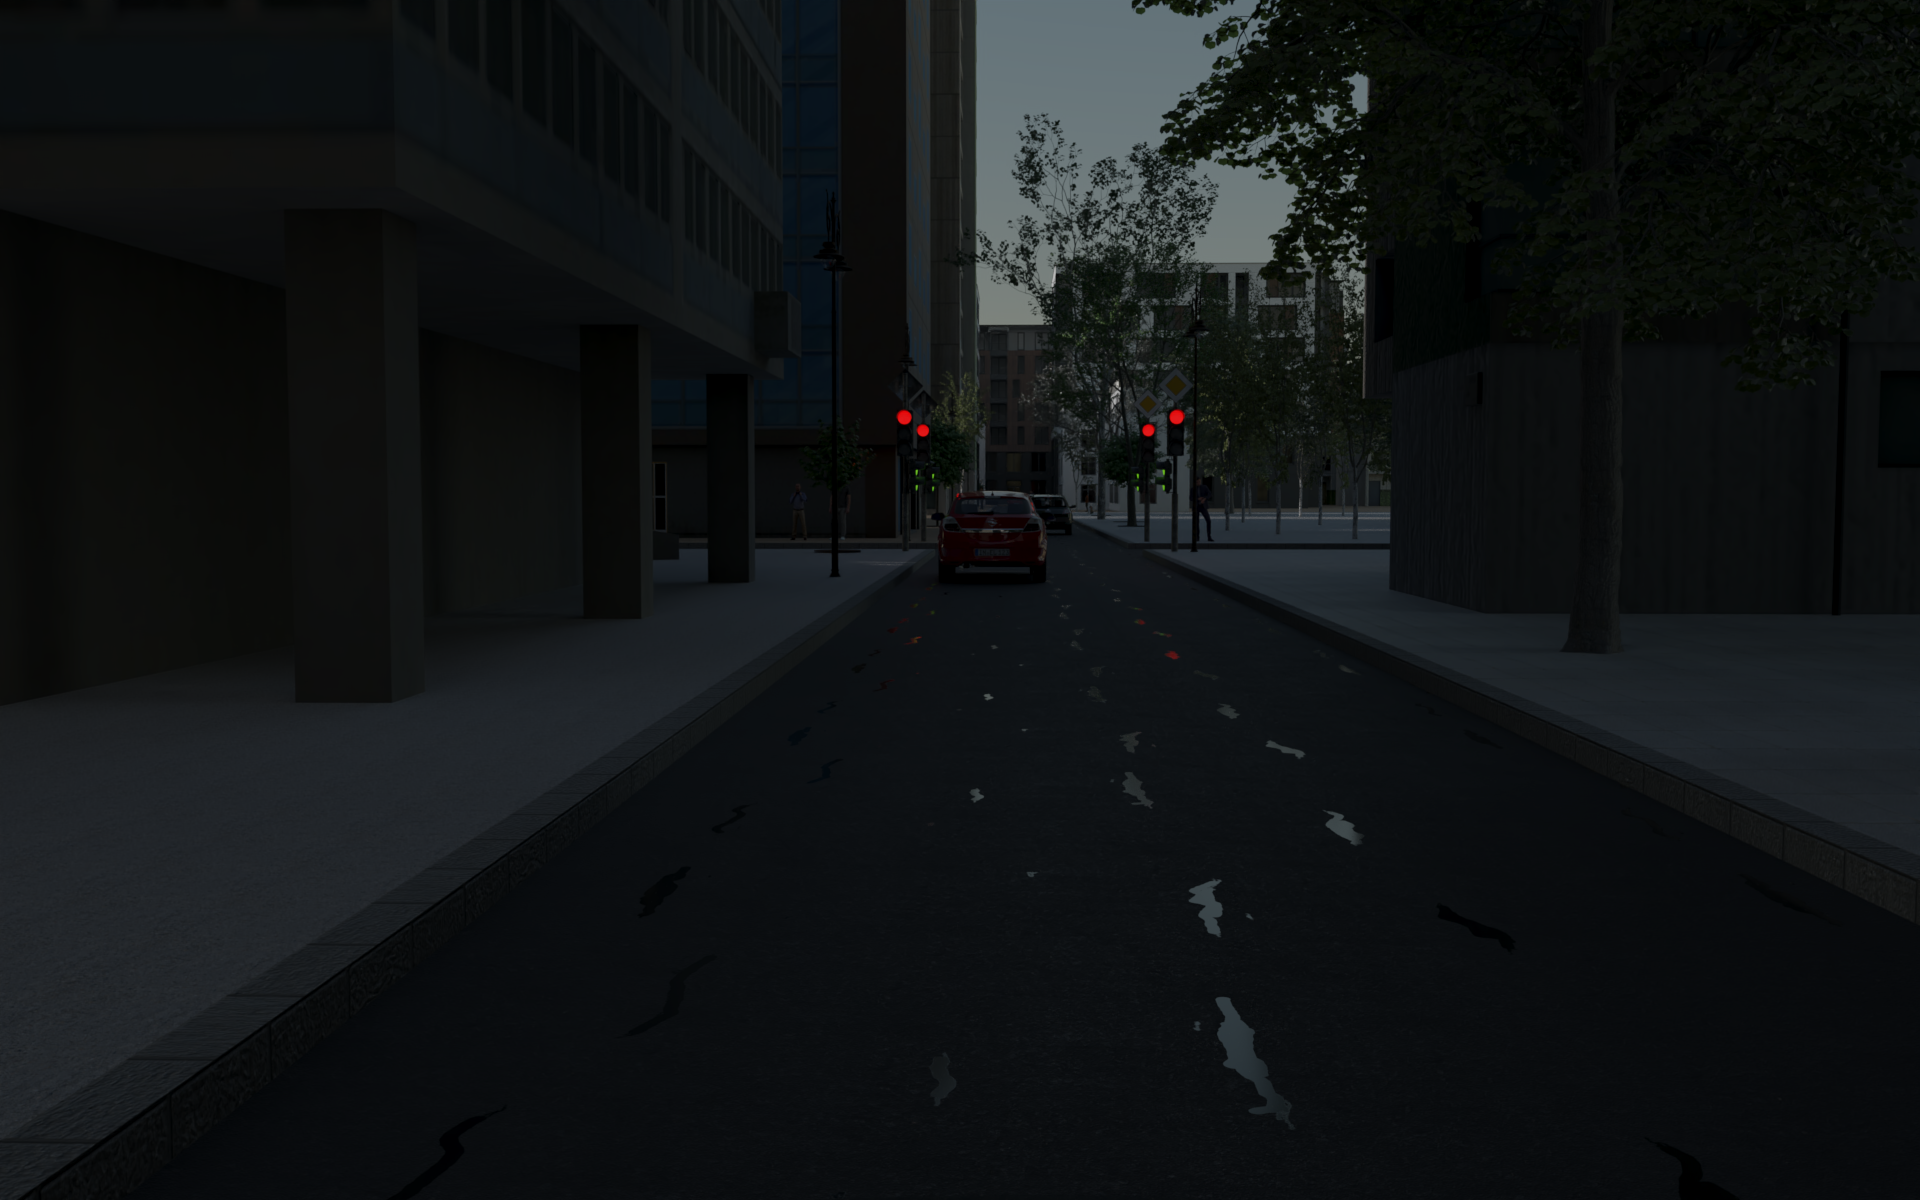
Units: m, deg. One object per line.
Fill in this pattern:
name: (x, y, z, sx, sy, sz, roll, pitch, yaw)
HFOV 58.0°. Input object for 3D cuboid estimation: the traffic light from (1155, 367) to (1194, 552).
traffic light: (4.774, -3.037, 38.569, 0.839, 4.253, 0.868, 0, 4, 2)

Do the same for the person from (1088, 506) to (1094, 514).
person: (8.272, -5.700, 109.711, 0.357, 0.543, 0.381, -1, 4, -22)

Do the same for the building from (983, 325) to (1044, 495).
building: (9.625, -22.956, 219.311, 32.646, 21.610, 27.936, 0, 4, 2)

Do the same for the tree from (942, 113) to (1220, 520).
tree: (5.909, -14.164, 87.464, 12.611, 20.169, 13.585, 0, 3, 0)

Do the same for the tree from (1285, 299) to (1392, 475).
tree: (23.034, -10.981, 86.194, 9.857, 13.997, 8.962, 0, 3, 0)

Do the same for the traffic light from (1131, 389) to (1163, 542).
traffic light: (5.018, -3.525, 46.551, 0.839, 4.253, 0.868, 0, 4, 2)

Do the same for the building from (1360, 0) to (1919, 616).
building: (12.861, -15.448, 24.281, 14.160, 30.474, 14.107, 0, 4, 2)

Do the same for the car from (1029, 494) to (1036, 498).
car: (5.170, -6.561, 117.051, 2.009, 1.686, 4.222, 0, 4, 2)

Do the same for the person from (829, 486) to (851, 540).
person: (-3.365, -2.574, 48.256, 0.598, 1.807, 0.434, 2, 4, 25)

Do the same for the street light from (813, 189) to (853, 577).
street light: (-1.934, -3.294, 26.639, 0.468, 5.910, 1.993, 0, 4, 2)

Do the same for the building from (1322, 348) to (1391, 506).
building: (53.138, -21.157, 212.368, 31.486, 18.905, 16.747, 0, 4, 2)

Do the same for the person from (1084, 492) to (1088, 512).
person: (9.129, -7.074, 124.969, 0.557, 1.426, 1.065, 1, 4, 11)

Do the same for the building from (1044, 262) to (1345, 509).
building: (22.833, -19.906, 169.443, 27.936, 21.610, 32.646, 0, 4, 2)

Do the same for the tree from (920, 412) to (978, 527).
tree: (-0.809, -5.164, 68.139, 4.285, 4.588, 4.351, 0, 3, 0)

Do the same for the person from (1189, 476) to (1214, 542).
person: (6.528, -2.462, 46.740, 0.683, 1.767, 0.568, 0, 4, 4)

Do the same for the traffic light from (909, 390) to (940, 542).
traffic light: (-0.961, -3.535, 46.717, 0.839, 4.253, 0.868, 0, 4, 2)

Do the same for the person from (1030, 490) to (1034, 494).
person: (6.172, -8.580, 149.235, 0.683, 1.767, 0.568, 3, 5, 41)

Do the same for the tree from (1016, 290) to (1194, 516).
tree: (8.387, -11.642, 100.722, 12.009, 13.543, 11.850, 0, 3, 0)

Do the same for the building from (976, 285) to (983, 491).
building: (-12.347, -19.750, 166.881, 27.936, 21.610, 32.646, 0, 4, 2)

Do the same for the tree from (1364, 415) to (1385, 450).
tree: (29.859, -11.541, 114.451, 9.928, 11.665, 9.643, 0, 3, 0)

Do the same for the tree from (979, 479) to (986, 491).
tree: (1.802, -11.754, 186.782, 1.663, 3.219, 1.824, 0, 3, 0)

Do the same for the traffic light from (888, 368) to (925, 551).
traffic light: (-1.205, -3.047, 38.735, 0.839, 4.253, 0.868, 0, 4, 2)

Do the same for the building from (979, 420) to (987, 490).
building: (-11.108, -15.428, 194.395, 28.070, 9.664, 9.099, 0, 4, 2)

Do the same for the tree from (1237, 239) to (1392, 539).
tree: (11.133, -6.030, 48.950, 4.737, 8.622, 4.395, 0, 3, 0)

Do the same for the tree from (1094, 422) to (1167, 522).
tree: (7.803, -5.842, 79.233, 4.285, 4.588, 4.351, 0, 3, 0)

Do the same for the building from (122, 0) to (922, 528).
building: (-18.091, -23.933, 83.188, 32.217, 40.220, 23.993, 0, 4, 2)

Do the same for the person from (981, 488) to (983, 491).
person: (1.806, -8.398, 143.443, 0.705, 1.812, 1.348, 0, 4, 4)

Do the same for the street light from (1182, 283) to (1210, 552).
street light: (5.189, -4.000, 38.193, 0.468, 5.910, 1.993, 0, 4, 2)

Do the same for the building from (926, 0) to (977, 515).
building: (-6.091, -26.103, 110.379, 14.154, 41.232, 14.086, 0, 4, 2)

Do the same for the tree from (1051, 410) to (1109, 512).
tree: (8.304, -10.517, 122.323, 4.360, 8.622, 3.978, 0, 3, 0)

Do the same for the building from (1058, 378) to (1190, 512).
building: (12.733, -12.089, 139.800, 9.099, 9.664, 28.070, 0, 4, 2)

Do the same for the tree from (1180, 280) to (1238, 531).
tree: (9.946, -6.404, 55.062, 4.737, 8.622, 4.395, 0, 3, 0)

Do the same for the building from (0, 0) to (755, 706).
building: (-14.395, -20.007, 19.001, 23.993, 40.220, 32.217, 0, 4, 2)

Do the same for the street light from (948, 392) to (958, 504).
street light: (-0.347, -6.457, 78.358, 0.468, 5.910, 1.993, 0, 4, 2)

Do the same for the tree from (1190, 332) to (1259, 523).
tree: (12.536, -7.797, 77.849, 4.360, 8.622, 3.978, 0, 3, 0)

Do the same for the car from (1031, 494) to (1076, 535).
car: (3.143, -3.181, 61.799, 2.009, 1.686, 4.222, 0, 4, 3)

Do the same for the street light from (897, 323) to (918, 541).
street light: (-1.421, -4.537, 46.975, 0.468, 5.910, 1.993, 0, 4, 2)

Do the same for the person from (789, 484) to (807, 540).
person: (-4.471, -2.443, 48.051, 0.516, 1.574, 0.319, 1, 4, 14)

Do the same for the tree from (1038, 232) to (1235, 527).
tree: (6.853, -8.687, 67.786, 9.928, 11.665, 9.643, 0, 3, 0)

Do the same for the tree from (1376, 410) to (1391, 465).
tree: (26.934, -9.566, 106.774, 4.360, 8.622, 3.978, 0, 3, 0)

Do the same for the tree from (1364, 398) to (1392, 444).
tree: (21.057, -8.591, 74.883, 7.601, 10.594, 8.767, 0, 4, 7)

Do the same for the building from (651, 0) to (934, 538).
building: (-8.199, -24.805, 55.673, 14.600, 45.320, 14.200, 0, 4, 2)

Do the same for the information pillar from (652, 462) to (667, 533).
information pillar: (-6.939, -2.170, 39.979, 0.304, 2.012, 0.304, -1, 4, -18)

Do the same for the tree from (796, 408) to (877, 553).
tree: (-2.827, -2.654, 37.999, 1.663, 3.219, 1.824, 0, 3, 0)

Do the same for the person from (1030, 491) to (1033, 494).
person: (7.262, -10.236, 175.878, 1.348, 1.821, 0.705, -2, 4, -33)

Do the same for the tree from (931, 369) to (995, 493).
tree: (-0.115, -9.224, 101.176, 4.737, 8.622, 4.395, 0, 3, 0)

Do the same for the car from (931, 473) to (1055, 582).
car: (0.559, -1.262, 29.681, 2.155, 1.783, 4.494, 0, 4, 1)

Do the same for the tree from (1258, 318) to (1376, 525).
tree: (14.654, -7.402, 71.386, 4.360, 8.622, 3.978, 0, 3, 0)

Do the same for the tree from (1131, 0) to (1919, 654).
tree: (5.103, -5.875, 14.178, 7.486, 12.596, 7.792, 0, 3, 0)

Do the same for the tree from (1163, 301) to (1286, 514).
tree: (17.839, -12.663, 113.697, 9.857, 13.997, 8.962, 0, 3, 0)

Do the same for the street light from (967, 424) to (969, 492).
street light: (0.514, -8.421, 110.463, 0.468, 5.910, 1.993, 0, 4, 2)
